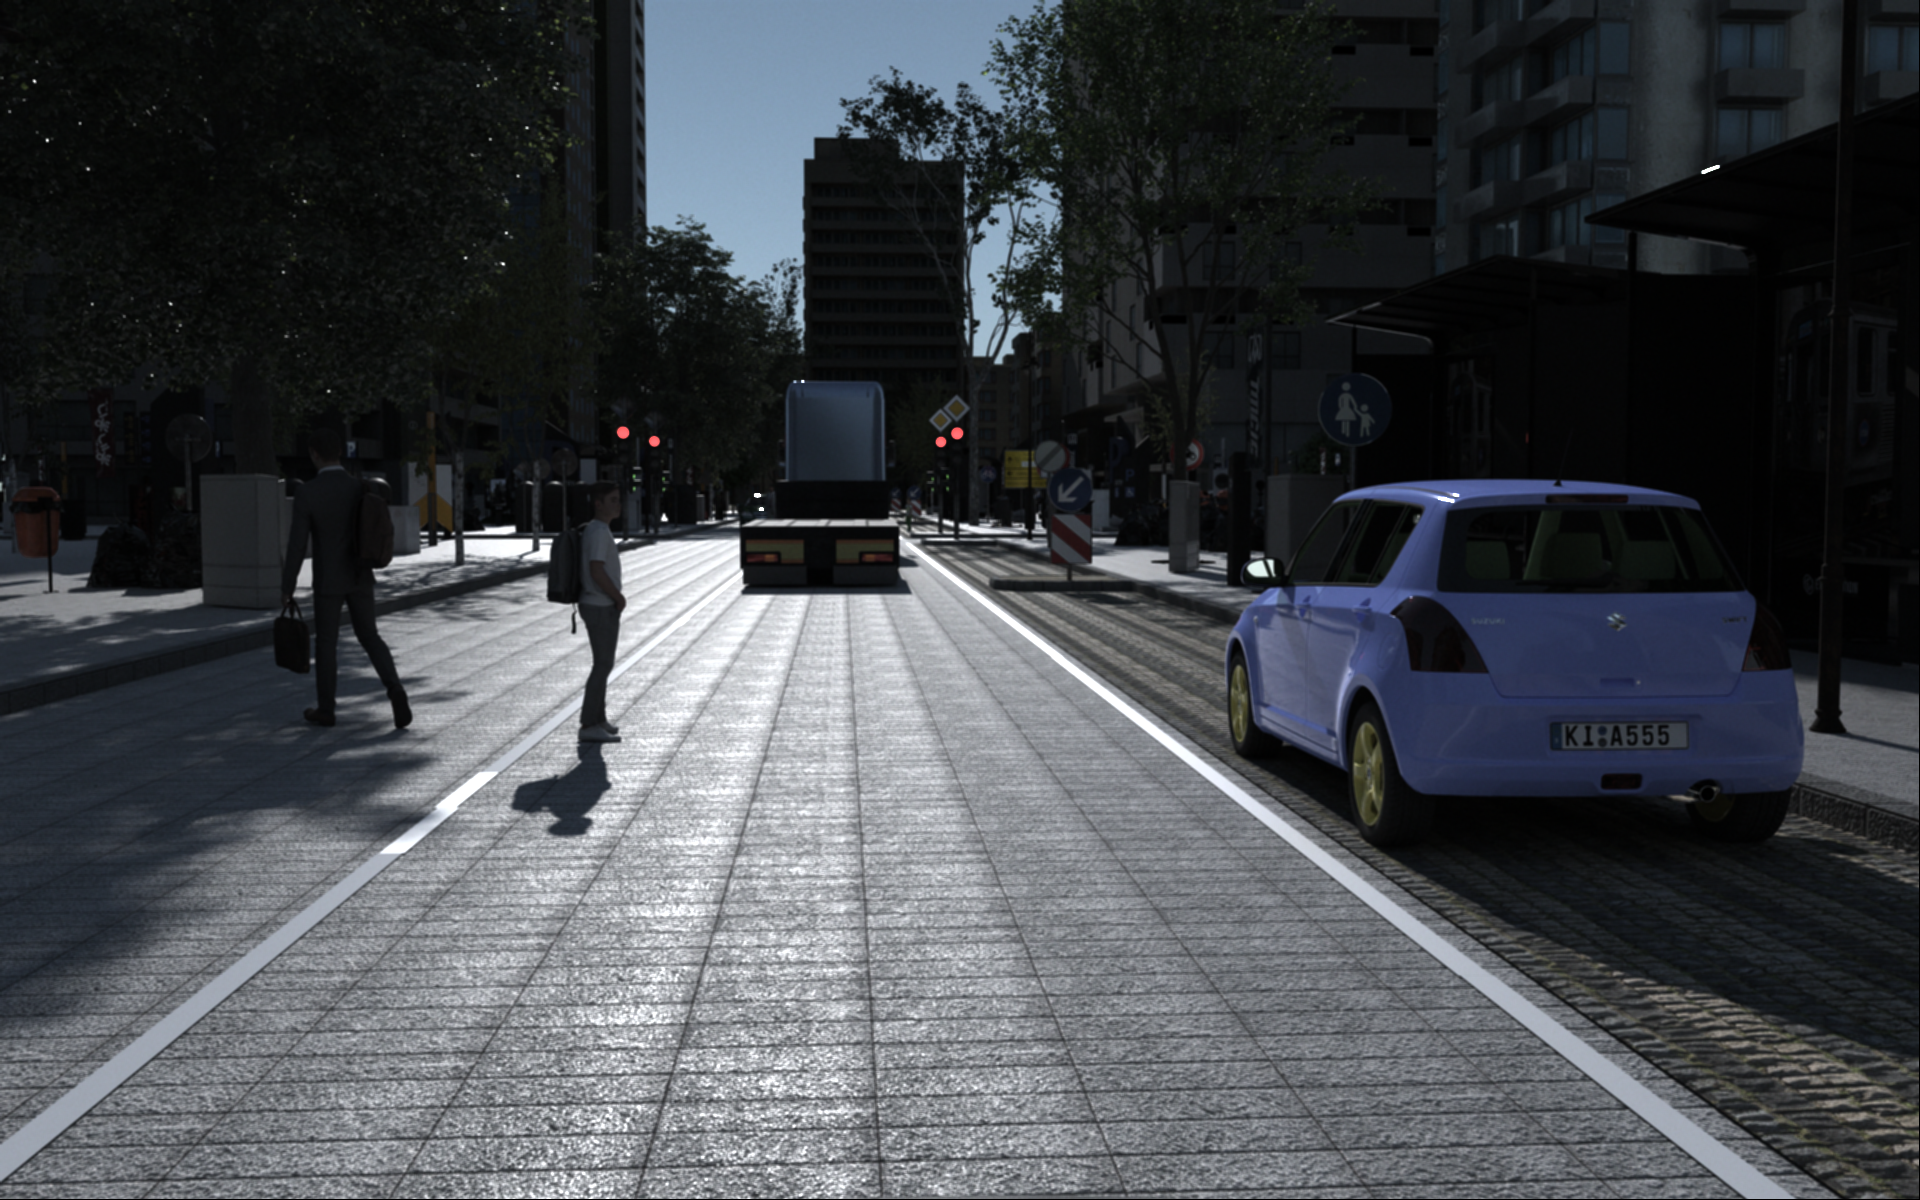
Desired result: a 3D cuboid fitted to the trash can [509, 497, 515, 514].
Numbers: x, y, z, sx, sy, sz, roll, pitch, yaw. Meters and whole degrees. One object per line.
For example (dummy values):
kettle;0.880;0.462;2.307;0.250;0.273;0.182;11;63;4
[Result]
trash can;-20.503;-4.187;80.106;0.748;1.137;0.748;0;3;0

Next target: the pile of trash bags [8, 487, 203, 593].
pile of trash bags;-11.281;-0.861;23.823;1.912;1.369;3.447;2;4;32

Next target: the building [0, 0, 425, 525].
building;-32.509;-18.623;76.180;14.160;30.474;14.107;0;4;-4

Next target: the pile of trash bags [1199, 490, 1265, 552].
pile of trash bags;6.322;-1.845;39.925;1.912;1.369;3.447;0;4;-2

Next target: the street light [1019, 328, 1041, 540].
street light;1.953;-4.618;48.295;0.468;5.910;1.993;0;4;-4

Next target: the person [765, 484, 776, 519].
person;-7.066;-3.455;65.267;0.678;1.792;0.850;1;4;12

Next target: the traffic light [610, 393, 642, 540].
traffic light;-9.304;-3.624;48.178;0.839;4.253;0.868;0;4;-4

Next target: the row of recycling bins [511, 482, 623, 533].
row of recycling bins;-13.169;-3.133;58.335;3.534;1.692;1.069;-1;4;-12

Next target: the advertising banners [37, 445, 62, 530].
advertising banners;-32.319;-3.992;61.462;0.090;3.025;2.074;0;4;-8

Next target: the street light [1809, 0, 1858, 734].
street light;4.689;-2.226;9.179;0.468;5.910;1.993;0;4;-4

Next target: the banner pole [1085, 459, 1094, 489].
banner pole;9.160;-8.153;123.320;0.863;3.779;0.401;0;4;6

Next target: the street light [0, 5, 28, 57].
street light;-7.395;-2.444;12.741;0.468;5.910;1.993;0;4;-4

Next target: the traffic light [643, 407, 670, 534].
traffic light;-9.847;-4.112;56.145;0.839;4.253;0.868;0;4;-4

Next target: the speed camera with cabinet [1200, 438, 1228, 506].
speed camera with cabinet;8.555;-4.078;61.014;2.038;3.252;0.660;1;4;8

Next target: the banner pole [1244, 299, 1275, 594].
banner pole;3.896;-1.988;22.514;0.401;3.779;0.863;-1;4;-17

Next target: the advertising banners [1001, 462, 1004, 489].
advertising banners;2.927;-6.057;95.213;2.074;3.025;0.090;-3;5;-44

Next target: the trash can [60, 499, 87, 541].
trash can;-24.532;-2.215;47.875;0.748;1.137;0.748;0;3;0

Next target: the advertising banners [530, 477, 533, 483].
advertising banners;-30.018;-7.850;124.531;0.090;3.025;2.074;3;4;36

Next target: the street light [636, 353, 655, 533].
street light;-10.315;-5.146;56.924;0.468;5.910;1.993;0;4;-4

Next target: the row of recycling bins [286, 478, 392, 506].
row of recycling bins;-16.621;-2.377;45.975;3.534;1.692;1.069;1;4;20

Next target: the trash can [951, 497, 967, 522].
trash can;-0.066;-4.678;88.146;0.748;1.137;0.748;0;3;0

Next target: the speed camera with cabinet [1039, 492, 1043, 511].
speed camera with cabinet;5.139;-8.249;129.201;2.038;3.252;0.660;0;4;1

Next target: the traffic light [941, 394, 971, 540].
traffic light;-0.116;-3.663;48.818;0.839;4.253;0.868;0;4;-4

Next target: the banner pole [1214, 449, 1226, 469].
banner pole;14.445;-6.487;96.073;0.863;3.779;0.401;2;4;31

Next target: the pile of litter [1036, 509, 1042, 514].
pile of litter;5.745;-6.077;113.321;1.719;0.858;1.176;0;4;2

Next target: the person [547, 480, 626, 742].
person;-2.104;0.062;10.081;0.503;1.515;0.523;3;4;38

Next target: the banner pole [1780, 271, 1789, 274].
banner pole;8.200;-1.676;17.419;0.401;3.779;0.863;1;4;14

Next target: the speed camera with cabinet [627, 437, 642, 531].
speed camera with cabinet;-11.524;-4.072;60.914;0.660;3.252;2.038;-1;4;-12

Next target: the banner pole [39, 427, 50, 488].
banner pole;-34.080;-4.560;64.567;0.401;3.779;0.863;0;4;-2

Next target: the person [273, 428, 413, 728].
person;-3.776;-0.129;10.571;0.822;1.834;0.622;3;4;38

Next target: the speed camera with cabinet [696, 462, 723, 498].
speed camera with cabinet;-15.150;-6.650;103.070;2.038;3.252;0.660;0;3;0

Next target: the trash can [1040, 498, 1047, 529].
trash can;3.314;-3.201;63.988;0.748;1.137;0.748;0;3;0

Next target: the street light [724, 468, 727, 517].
street light;-13.048;-7.541;96.076;0.468;5.910;1.993;0;4;-4

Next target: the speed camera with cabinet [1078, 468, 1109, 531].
speed camera with cabinet;4.742;-4.088;61.179;2.038;3.252;0.660;3;5;44

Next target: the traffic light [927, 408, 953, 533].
traffic light;-0.658;-4.151;56.784;0.839;4.253;0.868;0;4;-4

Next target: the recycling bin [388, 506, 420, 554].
recycling bin;-12.130;-1.517;37.359;0.722;1.027;0.722;0;4;8

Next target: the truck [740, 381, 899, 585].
truck;-2.658;-2.806;35.632;2.967;4.110;18.799;0;4;-3

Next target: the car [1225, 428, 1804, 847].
car;2.402;0.075;8.357;1.945;1.707;3.694;0;4;-4

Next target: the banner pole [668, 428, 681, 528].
banner pole;-10.872;-4.620;65.561;0.401;3.779;0.863;1;4;18

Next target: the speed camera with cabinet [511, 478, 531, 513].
speed camera with cabinet;-30.448;-7.753;121.090;0.660;3.252;2.038;2;4;31

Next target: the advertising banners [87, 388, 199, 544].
advertising banners;-13.396;-1.969;28.388;2.074;3.025;0.090;1;4;15

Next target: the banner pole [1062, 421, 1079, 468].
banner pole;3.738;-4.253;59.561;0.863;3.779;0.401;-2;4;-32

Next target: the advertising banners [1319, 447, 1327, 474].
advertising banners;13.966;-4.198;64.817;0.090;3.025;2.074;3;5;44

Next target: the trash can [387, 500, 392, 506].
trash can;-13.383;-1.711;39.633;0.748;1.137;0.748;0;3;0

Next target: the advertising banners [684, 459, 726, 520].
advertising banners;-12.840;-5.562;87.122;2.074;3.025;0.090;0;4;1

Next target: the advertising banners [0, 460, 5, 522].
advertising banners;-49.079;-5.726;89.808;0.090;3.025;2.074;0;4;5

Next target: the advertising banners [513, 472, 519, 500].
advertising banners;-32.398;-7.793;123.605;2.074;3.025;0.090;0;4;3

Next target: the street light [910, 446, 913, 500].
street light;-3.712;-9.710;131.545;0.468;5.910;1.993;0;4;-4

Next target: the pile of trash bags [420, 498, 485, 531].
pile of trash bags;-18.275;-3.131;60.939;3.447;1.369;1.912;3;5;42

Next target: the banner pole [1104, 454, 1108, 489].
banner pole;9.057;-7.181;107.427;0.401;3.779;0.863;1;4;22

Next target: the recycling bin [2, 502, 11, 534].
recycling bin;-30.364;-2.653;55.930;0.722;1.027;0.722;0;4;7

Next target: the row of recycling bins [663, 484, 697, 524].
row of recycling bins;-11.991;-4.148;74.937;1.069;1.692;3.534;-1;4;-17

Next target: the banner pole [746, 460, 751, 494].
banner pole;-16.317;-8.529;129.471;0.863;3.779;0.401;-3;4;-38

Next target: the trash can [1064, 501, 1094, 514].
trash can;2.628;-1.642;38.498;0.748;1.137;0.748;0;3;0

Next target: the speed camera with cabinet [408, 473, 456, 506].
speed camera with cabinet;-23.337;-5.029;76.559;2.038;3.252;0.660;-1;4;-13

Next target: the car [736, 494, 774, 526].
car;-7.785;-3.476;68.631;2.131;1.459;4.920;0;4;-5

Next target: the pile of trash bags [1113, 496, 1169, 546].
pile of trash bags;5.410;-2.083;43.806;1.912;1.369;3.447;2;4;34

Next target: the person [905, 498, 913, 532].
person;-1.898;-3.177;64.699;0.306;1.304;0.590;1;4;17

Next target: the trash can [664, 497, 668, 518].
trash can;-15.548;-4.979;93.065;0.748;1.137;0.748;0;3;0
